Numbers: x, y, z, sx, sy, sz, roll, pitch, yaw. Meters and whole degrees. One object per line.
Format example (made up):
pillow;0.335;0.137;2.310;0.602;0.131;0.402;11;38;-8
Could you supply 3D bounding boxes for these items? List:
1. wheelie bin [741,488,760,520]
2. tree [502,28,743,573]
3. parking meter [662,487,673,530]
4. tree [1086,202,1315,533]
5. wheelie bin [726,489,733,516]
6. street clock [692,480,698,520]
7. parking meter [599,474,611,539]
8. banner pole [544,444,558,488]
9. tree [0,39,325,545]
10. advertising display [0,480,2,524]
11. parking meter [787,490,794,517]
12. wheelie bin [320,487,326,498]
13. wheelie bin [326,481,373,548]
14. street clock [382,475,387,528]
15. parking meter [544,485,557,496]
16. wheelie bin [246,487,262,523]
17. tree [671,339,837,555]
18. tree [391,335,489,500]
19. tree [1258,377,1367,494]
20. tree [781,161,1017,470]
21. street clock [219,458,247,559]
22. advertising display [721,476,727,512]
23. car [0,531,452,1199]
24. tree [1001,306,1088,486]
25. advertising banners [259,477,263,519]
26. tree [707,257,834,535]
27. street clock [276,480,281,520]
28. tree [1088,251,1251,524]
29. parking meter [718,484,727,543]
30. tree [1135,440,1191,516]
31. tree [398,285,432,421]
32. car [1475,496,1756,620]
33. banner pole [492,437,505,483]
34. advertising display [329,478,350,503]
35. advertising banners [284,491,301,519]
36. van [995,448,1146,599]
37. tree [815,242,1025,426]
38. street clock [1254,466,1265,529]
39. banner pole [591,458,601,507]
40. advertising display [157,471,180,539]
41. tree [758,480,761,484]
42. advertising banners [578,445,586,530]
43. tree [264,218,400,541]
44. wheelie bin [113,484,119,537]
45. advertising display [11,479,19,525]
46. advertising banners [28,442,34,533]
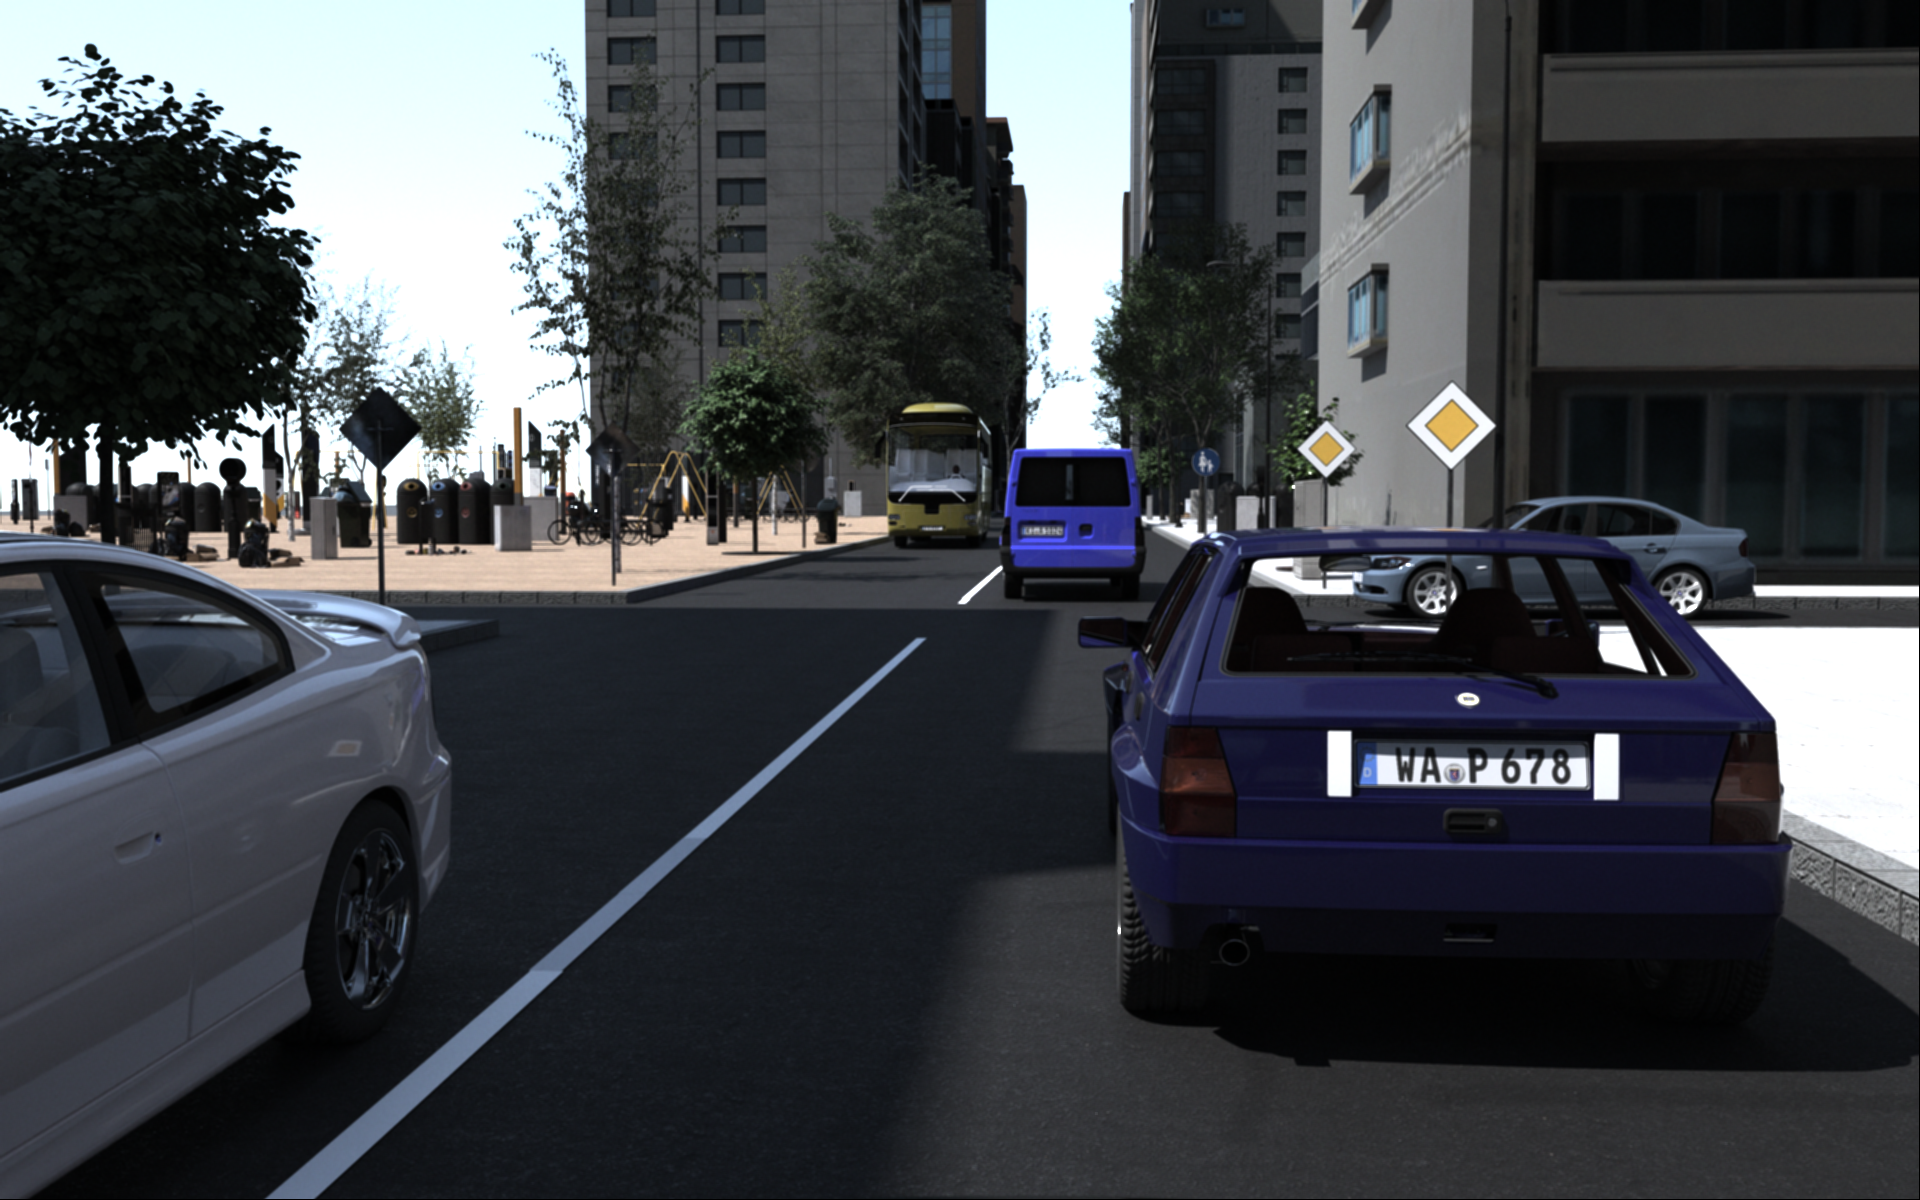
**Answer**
wheelie bin;-10.525;-4.835;86.959;0.980;1.594;0.693;-1;4;-10
tree;-5.606;-4.757;28.147;4.360;8.622;3.978;0;3;0
parking meter;-10.367;-3.244;61.444;0.372;1.533;0.369;0;3;0
tree;7.710;-7.468;56.515;8.767;10.594;7.601;3;5;41
wheelie bin;-13.218;-5.617;99.739;0.980;1.594;0.693;-3;5;-39
street clock;-13.306;-5.043;87.028;0.358;2.002;0.471;-1;4;-13
parking meter;-10.145;-2.691;49.715;0.255;1.863;0.399;2;4;32
banner pole;-20.463;-5.901;86.492;0.863;3.779;0.401;-1;4;-22
tree;-6.250;-1.778;12.780;4.285;4.588;4.351;0;3;0
advertising display;-42.045;-4.281;75.205;0.974;1.923;0.123;1;4;19
parking meter;-9.675;-5.524;98.732;0.372;1.533;0.369;0;3;0
wheelie bin;-26.385;-3.947;72.444;0.980;1.594;0.693;3;4;36
wheelie bin;-14.563;-2.057;41.545;0.693;1.594;0.980;1;4;9
street clock;-21.873;-3.730;65.561;0.358;2.002;0.471;0;3;0
parking meter;-11.622;-2.494;49.186;0.372;1.533;0.369;0;3;0
wheelie bin;-30.172;-4.016;73.566;0.693;1.594;0.980;3;5;42
tree;-4.460;-3.258;36.983;4.285;4.588;4.351;0;3;0
tree;-23.528;-7.895;79.441;4.737;8.622;4.395;0;3;0
tree;5.796;-2.090;28.770;1.663;3.219;1.824;0;3;0
tree;-2.222;-9.886;68.286;9.857;13.997;8.962;0;3;0
street clock;-14.467;-1.831;34.502;0.471;2.002;0.358;1;4;12
advertising display;-8.637;-3.551;63.277;0.123;1.923;0.974;0;4;-3
car;-2.566;0.553;3.313;2.083;1.381;4.827;0;4;5
tree;6.209;-19.451;173.914;12.611;20.169;13.585;0;3;0
advertising banners;-33.707;-5.306;82.935;0.090;3.025;2.074;1;4;23
tree;-5.864;-6.353;54.230;4.737;8.622;4.395;0;3;0
street clock;-34.474;-5.061;87.310;0.471;2.002;0.358;-2;4;-35
tree;9.122;-9.124;74.932;9.928;11.665;9.643;0;3;0
parking meter;-6.349;-2.281;45.699;0.372;1.533;0.369;0;3;0
tree;12.035;-7.303;103.125;4.285;4.588;4.351;0;3;0
tree;-19.728;-6.535;57.210;4.360;8.622;3.978;0;3;0
car;6.938;-0.518;20.466;4.499;1.417;2.014;0;4;2
banner pole;-20.138;-5.238;75.651;0.401;3.779;0.863;2;4;25
advertising display;-24.484;-3.865;68.413;0.974;1.923;0.123;2;4;25
advertising banners;-34.324;-5.714;89.611;2.074;3.025;0.090;3;4;36
van;1.601;-1.284;25.381;2.240;2.365;5.245;0;4;2
tree;-1.837;-10.446;81.158;12.009;13.543;11.850;0;3;0
street clock;7.670;-2.419;44.117;0.358;2.002;0.471;0;4;8
banner pole;-18.660;-6.032;88.634;0.863;3.779;0.401;2;4;33
advertising display;-22.580;-2.705;49.435;0.123;1.923;0.974;0;4;5
tree;-11.192;-8.558;90.290;4.360;8.622;3.978;0;3;0
advertising banners;-12.929;-3.848;59.100;0.090;3.025;2.074;0;4;-7
tree;-17.924;-5.901;46.850;4.360;8.622;3.978;0;3;0
wheelie bin;-25.281;-2.688;51.852;0.980;1.594;0.693;2;4;31
advertising display;-39.927;-4.157;73.178;0.123;1.923;0.974;-3;4;-36
advertising banners;-21.514;-2.685;40.094;0.090;3.025;2.074;-2;4;-28
